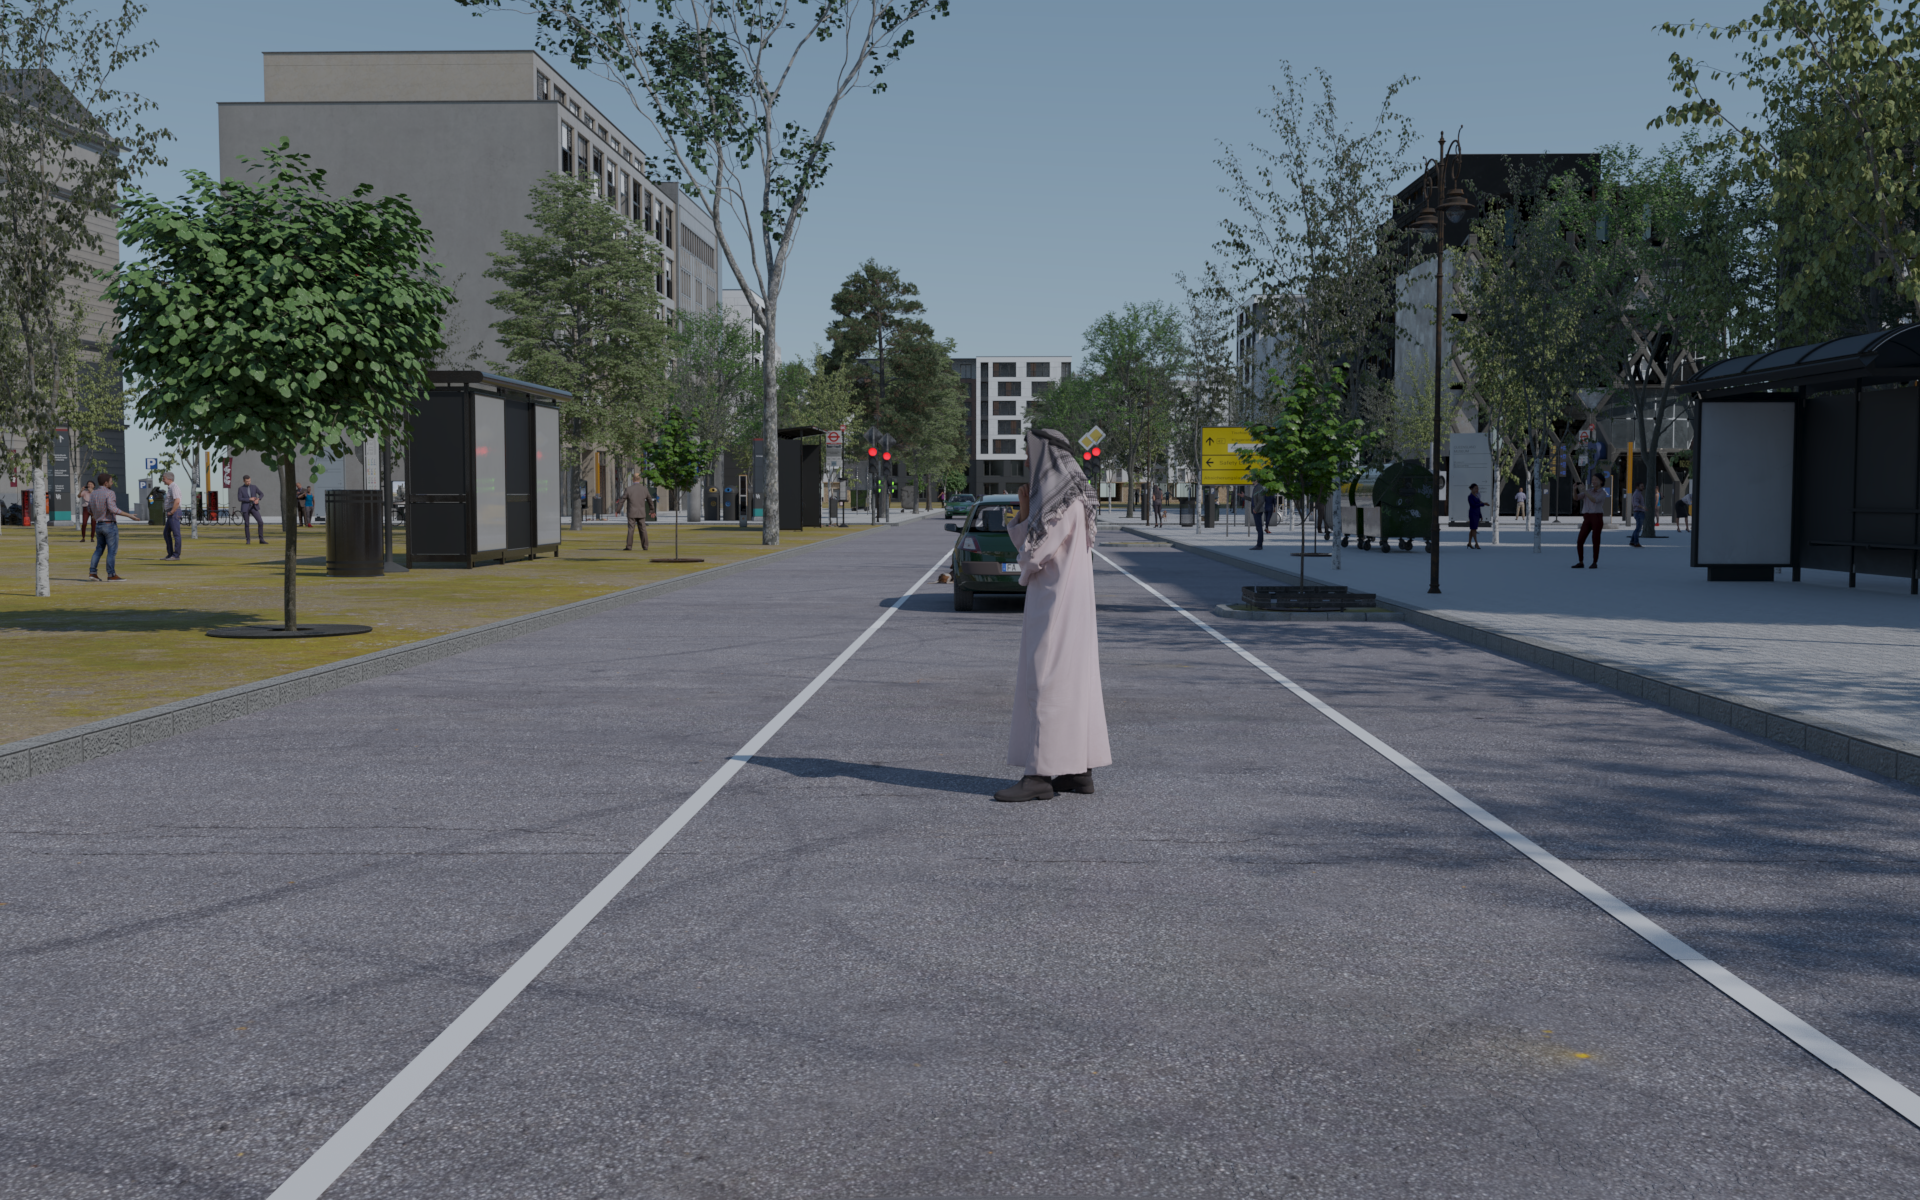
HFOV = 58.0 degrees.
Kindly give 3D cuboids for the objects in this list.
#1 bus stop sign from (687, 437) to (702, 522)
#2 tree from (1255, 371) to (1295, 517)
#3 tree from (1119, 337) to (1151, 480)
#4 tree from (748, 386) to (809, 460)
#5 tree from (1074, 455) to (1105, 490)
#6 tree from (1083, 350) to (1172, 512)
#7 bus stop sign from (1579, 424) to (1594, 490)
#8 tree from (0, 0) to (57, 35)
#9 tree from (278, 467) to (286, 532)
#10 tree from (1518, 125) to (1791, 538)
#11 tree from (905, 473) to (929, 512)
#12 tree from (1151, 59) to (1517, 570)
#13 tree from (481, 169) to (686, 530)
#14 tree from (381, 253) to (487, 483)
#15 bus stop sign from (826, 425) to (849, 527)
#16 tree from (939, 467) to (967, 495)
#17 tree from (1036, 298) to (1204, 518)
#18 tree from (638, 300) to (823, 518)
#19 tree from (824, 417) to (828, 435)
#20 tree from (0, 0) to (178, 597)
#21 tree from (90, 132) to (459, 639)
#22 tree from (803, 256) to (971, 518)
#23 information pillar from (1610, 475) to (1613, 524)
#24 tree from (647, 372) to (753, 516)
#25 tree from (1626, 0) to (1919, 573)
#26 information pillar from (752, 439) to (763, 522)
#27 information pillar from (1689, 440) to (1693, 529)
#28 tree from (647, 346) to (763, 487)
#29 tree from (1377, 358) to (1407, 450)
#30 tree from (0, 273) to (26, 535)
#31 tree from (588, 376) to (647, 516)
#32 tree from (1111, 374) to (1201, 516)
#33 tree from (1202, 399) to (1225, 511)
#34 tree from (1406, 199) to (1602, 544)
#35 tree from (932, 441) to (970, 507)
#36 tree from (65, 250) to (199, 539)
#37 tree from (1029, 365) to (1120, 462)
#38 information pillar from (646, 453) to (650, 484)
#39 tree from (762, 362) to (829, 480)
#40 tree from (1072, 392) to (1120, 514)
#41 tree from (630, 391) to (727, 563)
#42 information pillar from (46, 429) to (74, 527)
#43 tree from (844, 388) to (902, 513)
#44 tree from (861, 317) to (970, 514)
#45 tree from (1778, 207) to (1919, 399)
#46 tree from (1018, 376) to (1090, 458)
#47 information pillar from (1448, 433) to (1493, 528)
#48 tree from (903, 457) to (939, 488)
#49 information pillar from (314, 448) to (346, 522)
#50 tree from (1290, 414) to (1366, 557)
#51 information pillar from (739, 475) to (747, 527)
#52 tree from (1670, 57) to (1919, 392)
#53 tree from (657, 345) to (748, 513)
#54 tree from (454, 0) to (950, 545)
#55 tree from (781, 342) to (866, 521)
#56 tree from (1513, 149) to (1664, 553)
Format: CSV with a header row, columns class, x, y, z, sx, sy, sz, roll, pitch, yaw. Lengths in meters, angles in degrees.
class,x,y,z,sx,sy,sz,roll,pitch,yaw
bus stop sign,-12.216,-5.528,79.393,0.837,3.901,0.837,1,4,14
tree,18.256,-8.962,96.890,4.737,8.622,4.395,0,3,0
tree,7.576,-6.415,55.256,4.360,8.622,3.978,0,3,0
tree,-12.297,-10.145,116.238,4.360,8.622,3.978,0,3,0
tree,9.677,-9.279,135.431,4.285,4.588,4.351,0,3,0
tree,12.469,-12.501,126.438,6.751,12.117,7.091,0,3,0
bus stop sign,23.899,-4.732,66.073,0.416,3.939,0.855,-1,4,-22
tree,-22.842,-10.774,32.038,12.611,20.169,13.585,0,3,0
tree,-23.274,-7.602,58.701,7.601,10.594,8.767,0,4,-2
tree,20.083,-7.618,50.311,9.928,11.665,9.643,0,3,0
tree,-2.950,-7.849,122.927,1.663,3.219,1.824,0,3,0
tree,6.233,-4.814,29.077,4.360,8.622,3.978,0,3,0
tree,-13.279,-8.748,61.163,7.486,12.596,7.792,0,3,0
tree,-16.842,-6.319,53.680,4.360,8.622,3.978,0,3,0
bus stop sign,-4.709,-4.764,66.597,0.855,3.939,0.416,0,4,1
tree,-0.709,-14.384,218.893,4.285,4.588,4.351,0,3,0
tree,9.164,-10.181,92.210,9.928,11.665,9.643,0,3,0
tree,-13.605,-10.288,93.961,9.928,11.665,9.643,0,3,0
tree,-13.227,-12.358,127.809,9.928,11.665,9.643,0,3,0
tree,-11.672,-4.339,21.304,4.360,8.622,3.978,0,3,0
tree,-6.201,-1.962,15.796,4.285,4.588,4.351,0,3,0
tree,-4.108,-11.262,91.550,7.806,13.903,7.818,0,3,0
information pillar,25.468,-3.888,68.068,0.304,2.012,0.304,1,4,19
tree,-15.127,-9.259,101.747,4.737,8.622,4.395,0,3,0
tree,13.237,-4.753,28.070,4.737,8.622,4.395,0,3,0
information pillar,-9.331,-5.604,81.002,0.750,3.857,0.750,-1,4,-15
information pillar,27.204,-4.448,64.077,0.183,3.616,0.504,-1,4,-18
tree,-15.932,-10.617,108.006,8.767,10.594,7.601,1,4,10
tree,23.283,-8.342,86.752,4.737,8.622,4.395,0,3,0
tree,-29.789,-6.293,53.249,4.737,8.622,4.395,0,3,0
tree,-19.881,-9.241,101.457,4.737,8.622,4.395,0,3,0
tree,11.252,-9.319,102.726,4.737,8.622,4.395,0,3,0
tree,18.566,-11.203,133.533,4.737,8.622,4.395,0,3,0
tree,13.908,-5.723,43.930,4.737,8.622,4.395,0,3,0
tree,-0.543,-15.868,209.802,4.737,8.622,4.395,0,3,0
tree,-22.050,-6.087,49.884,4.737,8.622,4.395,0,3,0
tree,11.380,-15.394,162.068,12.009,13.543,11.850,0,3,0
information pillar,-14.761,-5.585,82.635,0.184,3.620,1.656,0,4,-3
tree,-13.720,-13.354,140.399,6.751,12.117,7.091,0,3,0
tree,9.672,-9.973,113.427,4.360,8.622,3.978,0,3,0
tree,-5.421,-2.334,32.757,1.663,3.219,1.824,0,3,0
information pillar,-35.794,-4.857,68.794,0.750,3.857,0.750,3,5,42
tree,-6.274,-10.398,120.364,4.360,8.622,3.978,0,3,0
tree,-3.038,-11.840,111.718,7.486,12.596,7.792,0,3,0
tree,21.576,-5.597,41.866,4.360,8.622,3.978,0,3,0
tree,11.121,-17.067,185.707,9.857,13.997,8.962,0,3,0
information pillar,19.695,-4.617,66.795,1.656,3.620,0.184,3,4,36
tree,-3.812,-12.195,149.744,4.360,8.622,3.978,0,3,0
information pillar,-29.272,-5.452,80.458,1.656,3.620,0.184,1,4,18
tree,7.255,-2.513,35.694,1.663,3.219,1.824,0,3,0
information pillar,-8.409,-3.831,67.134,0.304,2.012,0.304,-1,4,-9
tree,19.536,-6.206,35.886,8.767,10.594,7.601,0,4,4
tree,-13.186,-8.346,86.822,4.360,8.622,3.978,0,3,0
tree,-6.214,-11.472,43.459,12.611,20.169,13.585,0,3,0
tree,-6.291,-8.126,83.221,4.737,8.622,4.395,0,3,0
tree,12.590,-5.311,37.198,4.360,8.622,3.978,0,3,0
